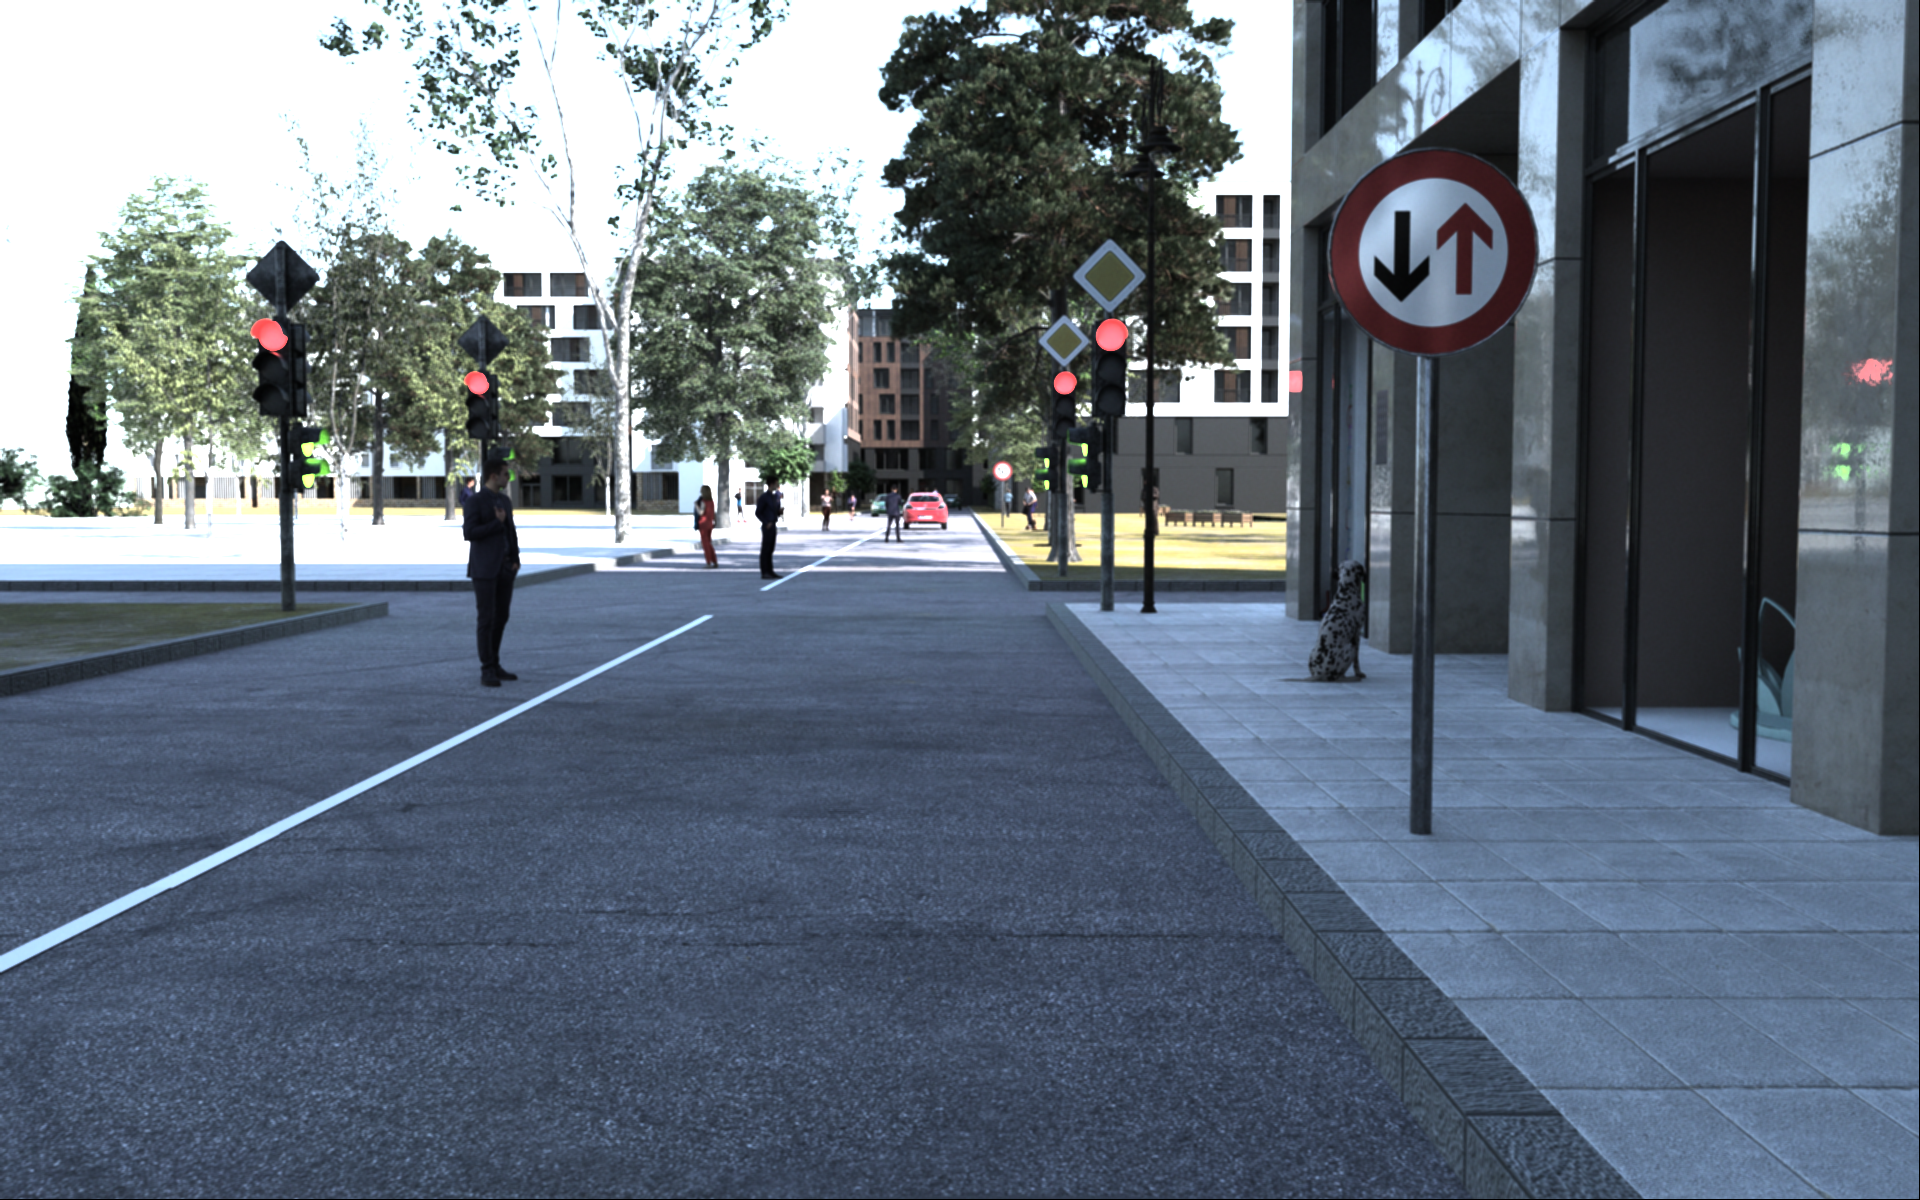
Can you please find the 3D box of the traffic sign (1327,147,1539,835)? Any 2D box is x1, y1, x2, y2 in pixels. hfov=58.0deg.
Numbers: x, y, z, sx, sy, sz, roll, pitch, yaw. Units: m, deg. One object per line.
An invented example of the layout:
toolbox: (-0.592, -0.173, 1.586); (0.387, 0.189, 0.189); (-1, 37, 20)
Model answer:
traffic sign: (1.745, -0.390, 6.480); (0.768, 2.556, 0.104); (0, 4, 3)

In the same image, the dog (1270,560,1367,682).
dog: (2.502, 0.147, 11.976); (0.800, 0.831, 0.513); (-1, 4, -13)

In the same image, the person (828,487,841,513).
person: (-8.371, -6.598, 114.444); (1.217, 1.766, 0.721); (-2, 4, -31)

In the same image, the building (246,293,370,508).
building: (-60.542, -19.160, 169.688); (11.380, 20.091, 16.016); (0, 3, 0)

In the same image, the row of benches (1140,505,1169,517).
row of benches: (11.216, -5.115, 99.097); (1.422, 0.672, 4.104); (2, 4, 24)

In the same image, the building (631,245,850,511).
building: (-16.780, -17.107, 136.119); (16.016, 20.091, 11.380); (0, 3, 0)

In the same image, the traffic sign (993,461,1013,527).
traffic sign: (1.647, -4.083, 66.860); (0.768, 2.556, 0.104); (0, 4, 2)

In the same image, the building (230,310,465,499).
building: (-66.356, -21.815, 200.643); (32.646, 21.610, 27.936); (0, 3, 0)

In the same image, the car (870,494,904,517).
car: (-4.554, -5.933, 108.800); (2.131, 1.459, 4.920); (0, 4, 1)

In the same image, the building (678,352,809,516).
building: (-14.607, -10.679, 116.753); (9.099, 9.664, 28.070); (0, 3, 0)

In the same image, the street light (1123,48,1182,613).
street light: (2.043, -2.801, 18.578); (0.468, 5.910, 1.993); (0, 3, 0)

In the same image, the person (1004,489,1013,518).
person: (2.601, -5.237, 93.872); (0.429, 1.552, 0.499); (-2, 4, -33)

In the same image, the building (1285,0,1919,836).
building: (13.060, -11.988, 0.521); (19.350, 26.468, 34.151); (0, 3, 0)

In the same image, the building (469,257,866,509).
building: (-26.231, -19.525, 163.200); (32.646, 21.610, 27.936); (0, 3, 0)

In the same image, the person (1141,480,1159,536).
person: (5.892, -2.868, 53.619); (0.565, 1.739, 0.600); (0, 4, -3)

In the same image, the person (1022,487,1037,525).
person: (2.621, -3.472, 65.020); (0.590, 1.554, 0.614); (-3, 5, -41)

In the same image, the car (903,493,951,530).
car: (-1.427, -3.793, 71.050); (2.155, 1.783, 4.494); (0, 4, -1)

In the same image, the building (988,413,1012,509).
building: (11.277, -18.049, 161.551); (16.747, 18.905, 31.486); (0, 3, 0)

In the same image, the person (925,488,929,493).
person: (-2.118, -6.231, 110.461); (1.350, 1.814, 0.705); (-3, 5, -41)

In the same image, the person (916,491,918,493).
person: (-3.843, -8.841, 153.733); (1.217, 1.739, 0.721); (-1, 4, -18)

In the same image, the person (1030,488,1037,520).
person: (3.269, -4.208, 77.206); (0.453, 1.535, 0.546); (-3, 5, -44)

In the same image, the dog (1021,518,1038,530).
dog: (2.513, -2.735, 62.455); (0.748, 0.427, 0.550); (0, 4, -5)

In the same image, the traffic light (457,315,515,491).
traffic light: (-7.372, -2.303, 26.898); (0.839, 4.213, 0.868); (0, 3, 0)

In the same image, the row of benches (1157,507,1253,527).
row of benches: (9.710, -3.227, 68.216); (1.422, 0.672, 4.104); (-3, 5, -41)

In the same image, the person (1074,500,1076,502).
person: (5.609, -5.035, 90.323); (0.963, 1.587, 0.435); (1, 4, 14)

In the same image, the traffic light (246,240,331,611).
traffic light: (-7.360, -1.815, 18.913); (0.839, 4.213, 0.868); (0, 3, 0)

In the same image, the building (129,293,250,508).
building: (-72.078, -19.137, 169.303); (11.380, 20.091, 16.016); (0, 3, 0)

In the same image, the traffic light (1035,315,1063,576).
traffic light: (1.589, -2.305, 26.927); (0.839, 4.213, 0.868); (0, 3, 0)

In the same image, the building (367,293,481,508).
building: (-49.161, -19.123, 169.076); (11.380, 20.091, 16.016); (0, 3, 0)

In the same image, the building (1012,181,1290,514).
building: (17.733, -17.462, 129.471); (27.936, 21.610, 32.646); (0, 3, 0)

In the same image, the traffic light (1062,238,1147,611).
traffic light: (1.601, -1.816, 18.942); (0.839, 4.213, 0.868); (0, 3, 0)

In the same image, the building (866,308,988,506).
building: (-0.864, -21.839, 201.038); (32.646, 21.610, 27.936); (0, 3, 0)

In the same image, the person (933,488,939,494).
person: (-1.641, -6.725, 118.325); (0.709, 1.838, 0.599); (1, 4, 8)

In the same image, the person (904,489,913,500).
person: (-3.511, -7.198, 126.149); (1.348, 1.831, 0.705); (1, 4, 19)

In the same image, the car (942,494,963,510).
car: (-0.774, -8.710, 154.200); (2.131, 1.459, 4.920); (0, 4, 0)
